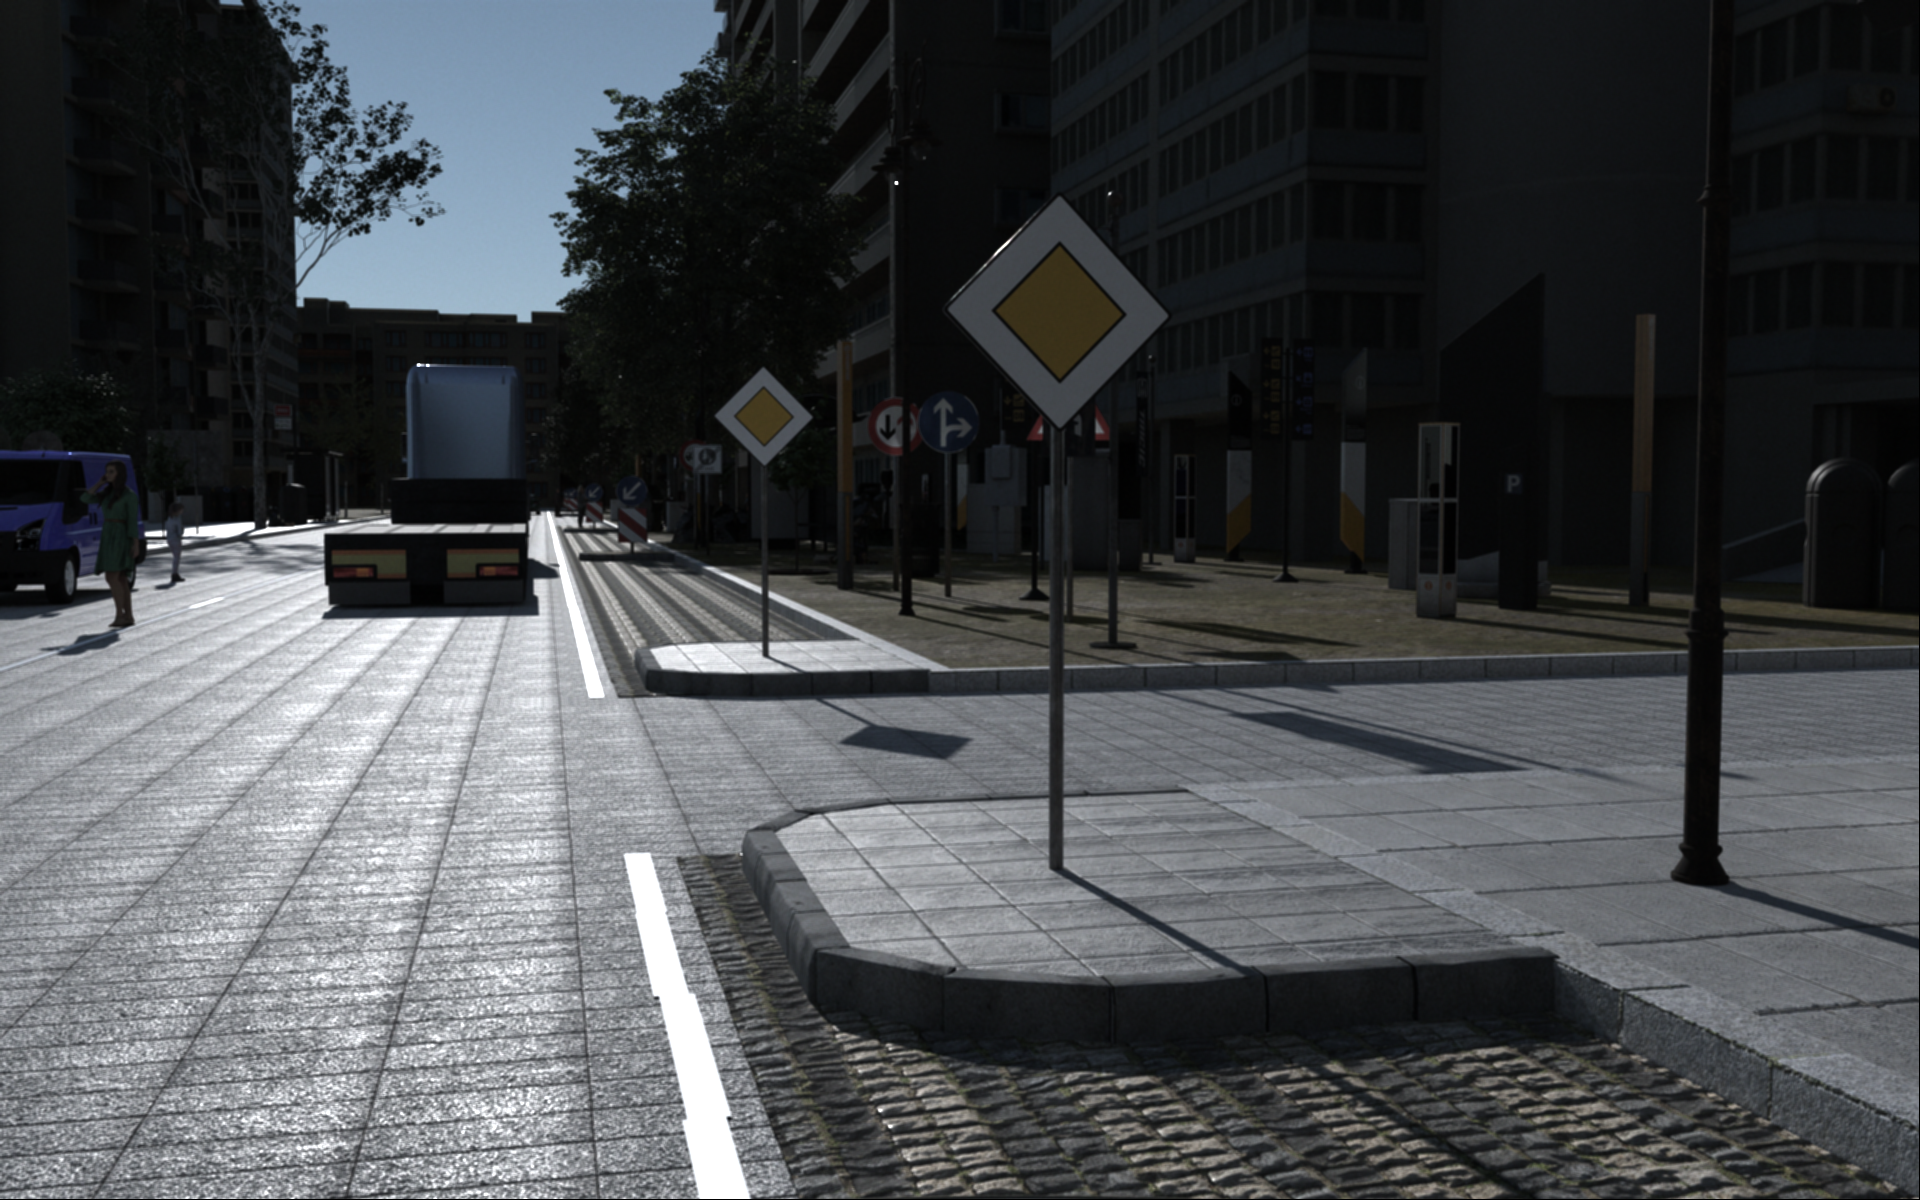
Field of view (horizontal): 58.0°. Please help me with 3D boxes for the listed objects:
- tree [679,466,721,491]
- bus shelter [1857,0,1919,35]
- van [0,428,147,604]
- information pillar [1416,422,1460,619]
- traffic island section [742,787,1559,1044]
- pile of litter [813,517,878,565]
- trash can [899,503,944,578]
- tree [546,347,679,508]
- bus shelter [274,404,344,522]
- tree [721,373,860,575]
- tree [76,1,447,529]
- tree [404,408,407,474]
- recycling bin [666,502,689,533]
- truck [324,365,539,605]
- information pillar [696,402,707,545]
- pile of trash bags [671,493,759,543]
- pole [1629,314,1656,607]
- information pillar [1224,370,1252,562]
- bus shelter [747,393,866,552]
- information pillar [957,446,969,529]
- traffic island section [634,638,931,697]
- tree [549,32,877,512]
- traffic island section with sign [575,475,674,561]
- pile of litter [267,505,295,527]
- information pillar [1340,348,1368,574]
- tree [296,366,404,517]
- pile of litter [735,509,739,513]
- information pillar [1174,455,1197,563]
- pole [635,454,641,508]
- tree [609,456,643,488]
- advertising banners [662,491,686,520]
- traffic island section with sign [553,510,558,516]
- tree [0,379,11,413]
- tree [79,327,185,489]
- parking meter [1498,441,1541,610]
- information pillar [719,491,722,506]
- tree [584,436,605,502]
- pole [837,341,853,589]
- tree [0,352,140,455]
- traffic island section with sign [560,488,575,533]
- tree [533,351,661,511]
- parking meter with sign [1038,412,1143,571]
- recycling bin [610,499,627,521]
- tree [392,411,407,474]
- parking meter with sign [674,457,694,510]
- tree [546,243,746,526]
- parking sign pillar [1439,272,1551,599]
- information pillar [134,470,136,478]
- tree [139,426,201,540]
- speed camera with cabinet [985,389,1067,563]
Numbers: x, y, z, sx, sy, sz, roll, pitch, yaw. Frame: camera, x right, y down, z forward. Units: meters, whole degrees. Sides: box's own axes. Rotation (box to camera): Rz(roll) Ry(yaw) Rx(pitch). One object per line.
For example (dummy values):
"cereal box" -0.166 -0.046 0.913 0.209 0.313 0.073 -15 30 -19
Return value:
"tree" -7.978 -3.766 56.176 1.663 3.219 1.824 0 3 0
"bus shelter" 4.489 -0.564 3.153 2.014 3.302 5.546 -1 4 -13
"van" -12.917 -1.204 24.063 2.240 2.365 5.245 -1 4 -13
"information pillar" 4.952 -0.823 17.951 0.304 2.012 0.304 -3 5 -40
"traffic island section" 0.347 0.999 5.951 2.009 0.180 2.903 -1 4 -13
"pile of litter" -2.123 -1.097 31.898 1.176 0.858 1.719 -1 4 -13
"trash can" -0.618 -0.920 26.693 0.748 1.137 0.748 0 3 0
"tree" -19.726 -10.233 101.723 7.601 10.594 8.767 2 4 29
"bus shelter" -30.134 -6.269 80.125 2.179 5.291 8.768 -1 4 -14
"tree" -2.628 -2.022 27.665 1.663 3.219 1.824 0 3 0
"tree" -25.124 -12.787 64.957 12.611 20.169 13.585 0 3 0
"tree" -38.903 -10.178 116.780 4.737 8.622 4.395 0 3 0
"recycling bin" -9.383 -2.759 57.671 0.722 1.027 0.722 -1 4 -14
"truck" -8.949 -2.505 30.708 2.967 4.110 18.799 -1 4 -14
"information pillar" -6.567 -3.211 43.859 0.183 3.616 0.504 1 4 9
"pile of trash bags" -6.228 -2.259 46.681 1.912 1.369 3.447 1 4 22
"pole" 7.782 -1.584 19.749 0.158 3.312 0.155 0 3 0
"information pillar" 5.297 -2.542 32.917 0.504 3.616 0.183 -1 4 -18
"bus shelter" -3.515 -2.663 37.469 2.014 3.302 5.546 -1 4 -14
"information pillar" 0.083 -3.478 48.223 0.183 3.616 0.504 -2 4 -35
"traffic island section" -1.520 0.524 13.715 2.009 0.180 2.903 -1 4 -13
"tree" -7.199 -8.722 49.262 9.857 13.997 8.962 0 3 0
"traffic island section with sign" -7.269 -1.774 37.637 1.989 1.847 2.006 -1 4 -13
"pile of litter" -26.733 -3.307 68.031 1.176 0.858 1.719 -1 4 -20
"information pillar" 6.329 -2.231 27.826 0.504 3.616 0.183 -2 4 -33
"tree" -35.351 -9.084 98.890 4.737 8.622 4.395 0 3 0
"pile of litter" -7.040 -2.432 53.723 1.176 0.858 1.719 -1 4 -16
"information pillar" 4.215 -1.710 32.444 0.304 2.012 0.304 3 4 38
"pole" -11.612 -4.203 62.566 0.158 3.312 0.155 0 3 0
"tree" -15.176 -5.157 78.924 1.663 3.219 1.824 0 3 0
"advertising banners" -13.659 -5.440 85.137 2.074 3.025 0.090 -1 4 -10
"traffic island section with sign" -25.321 -6.363 112.659 1.989 1.847 2.006 -1 4 -13
"tree" -44.677 -7.740 76.909 4.360 8.622 3.978 0 3 0
"tree" -37.196 -7.783 77.607 4.360 8.622 3.978 0 3 0
"parking meter" 6.217 -0.830 19.287 0.255 1.863 0.399 -3 4 -38
"information pillar" -12.260 -5.881 87.506 0.504 3.616 0.183 2 4 27
"tree" -31.939 -12.229 150.301 4.360 8.622 3.978 0 3 0
"pole" -1.546 -1.800 23.280 0.158 3.312 0.155 0 3 0
"tree" -20.737 -3.443 40.001 4.285 4.588 4.351 0 3 0
"traffic island section with sign" -13.773 -3.423 64.599 1.989 1.847 2.006 -1 4 -13
"tree" -27.610 -13.137 131.793 9.611 12.733 9.660 0 3 0
"parking meter with sign" 2.185 -2.001 28.978 1.738 3.016 0.543 1 4 15
"recycling bin" -16.080 -4.223 81.599 0.722 1.027 0.722 0 4 -7
"tree" -46.382 -12.052 147.406 4.360 8.622 3.978 0 3 0
"parking meter with sign" -12.560 -5.223 81.660 1.738 3.016 0.543 -1 4 -22
"tree" -12.286 -8.841 70.305 9.928 11.665 9.643 0 3 0
"parking sign pillar" 6.693 -2.034 21.725 1.447 3.967 1.447 3 5 41
"information pillar" -24.841 -2.895 51.826 0.304 2.012 0.304 -1 4 -10
"tree" -22.558 -3.315 48.805 1.663 3.219 1.824 0 3 0
"speed camera with cabinet" 1.521 -2.337 32.548 2.038 3.252 0.660 1 4 19
